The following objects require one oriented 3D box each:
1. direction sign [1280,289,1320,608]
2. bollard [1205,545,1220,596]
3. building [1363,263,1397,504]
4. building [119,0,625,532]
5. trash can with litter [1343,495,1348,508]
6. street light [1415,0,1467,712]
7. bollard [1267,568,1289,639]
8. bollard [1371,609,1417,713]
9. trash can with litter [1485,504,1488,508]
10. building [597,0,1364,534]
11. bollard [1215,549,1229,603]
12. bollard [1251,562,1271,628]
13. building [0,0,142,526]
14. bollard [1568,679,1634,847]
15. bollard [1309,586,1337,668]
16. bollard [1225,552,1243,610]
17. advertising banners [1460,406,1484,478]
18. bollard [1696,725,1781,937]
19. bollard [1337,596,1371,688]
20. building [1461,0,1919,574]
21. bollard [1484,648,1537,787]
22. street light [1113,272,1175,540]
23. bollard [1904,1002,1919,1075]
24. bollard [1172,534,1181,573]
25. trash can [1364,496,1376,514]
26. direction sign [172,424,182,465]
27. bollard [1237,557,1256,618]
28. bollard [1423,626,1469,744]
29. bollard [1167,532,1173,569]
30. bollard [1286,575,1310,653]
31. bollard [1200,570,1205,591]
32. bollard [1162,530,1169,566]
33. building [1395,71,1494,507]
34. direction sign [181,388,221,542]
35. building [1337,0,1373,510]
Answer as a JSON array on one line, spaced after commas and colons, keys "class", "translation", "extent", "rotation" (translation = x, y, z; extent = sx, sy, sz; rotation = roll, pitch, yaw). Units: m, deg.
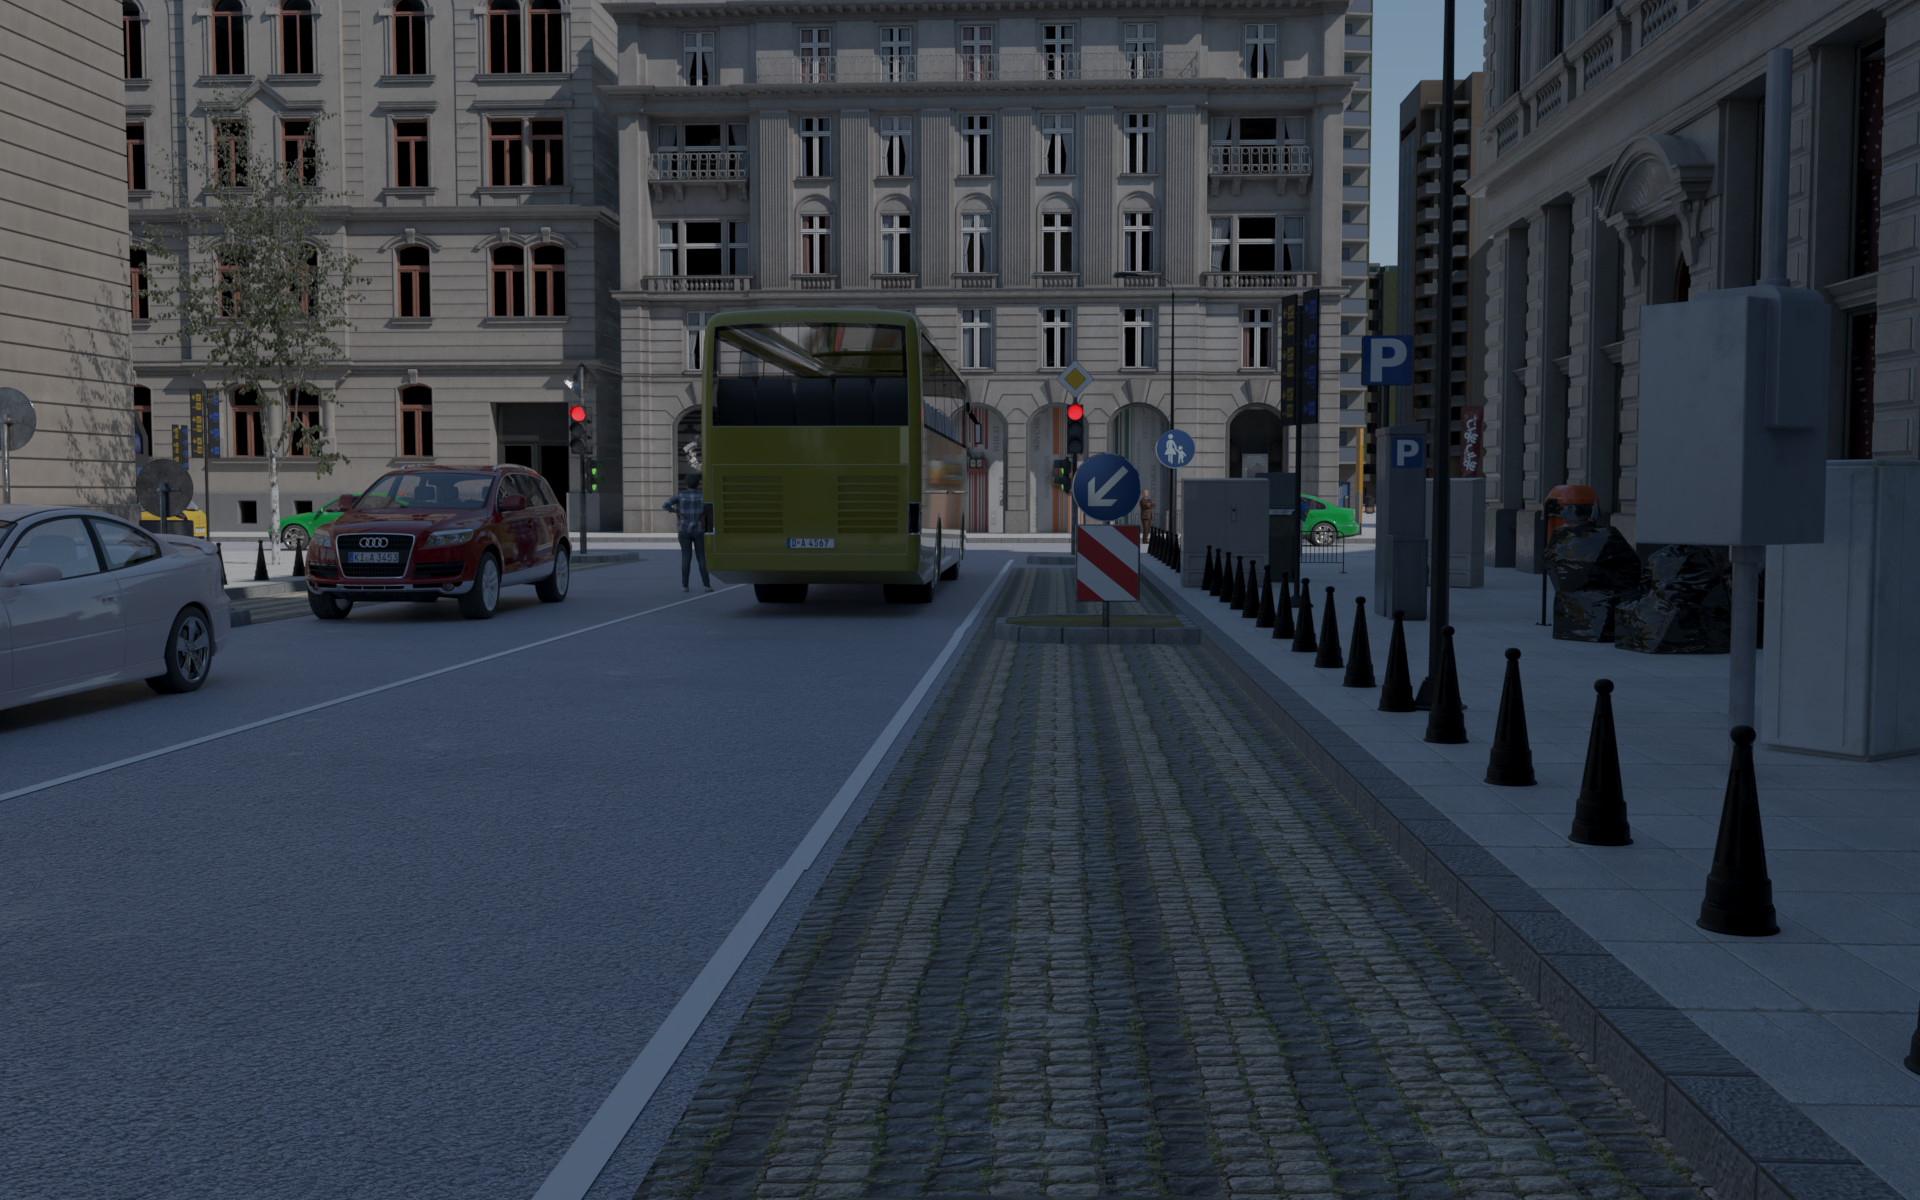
[{"class": "direction sign", "translation": [3.828, -1.687, 19.583], "extent": [0.379, 3.537, 0.876], "rotation": [-1, 4, -16]}, {"class": "bollard", "translation": [3.249, -0.352, 21.805], "extent": [0.229, 0.601, 0.229], "rotation": [0, 3, 0]}, {"class": "building", "translation": [50.186, -27.394, 219.600], "extent": [14.107, 30.474, 14.160], "rotation": [0, 4, 3]}, {"class": "building", "translation": [-22.810, -16.914, 63.928], "extent": [23.554, 28.519, 14.401], "rotation": [0, 4, 3]}, {"class": "trash can with litter", "translation": [27.894, -6.646, 119.725], "extent": [2.233, 1.210, 1.678], "rotation": [1, 4, 19]}, {"class": "street light", "translation": [2.310, -2.303, 10.188], "extent": [1.470, 5.913, 1.316], "rotation": [0, 4, 3]}, {"class": "bollard", "translation": [2.886, 0.040, 15.394], "extent": [0.229, 0.601, 0.229], "rotation": [0, 3, 0]}, {"class": "bollard", "translation": [2.593, 0.354, 10.259], "extent": [0.229, 0.601, 0.229], "rotation": [0, 3, 0]}, {"class": "trash can with litter", "translation": [19.738, -3.375, 66.574], "extent": [1.055, 1.170, 0.624], "rotation": [2, 4, 30]}, {"class": "building", "translation": [0.859, -13.411, 61.064], "extent": [24.055, 21.916, 13.314], "rotation": [0, 4, 3]}, {"class": "bollard", "translation": [3.179, -0.274, 20.524], "extent": [0.229, 0.601, 0.229], "rotation": [0, 3, 0]}, {"class": "bollard", "translation": [2.957, -0.039, 16.675], "extent": [0.229, 0.601, 0.229], "rotation": [0, 3, 0]}, {"class": "building", "translation": [-28.169, -14.089, 27.615], "extent": [25.104, 27.353, 12.463], "rotation": [0, 4, 3]}, {"class": "bollard", "translation": [2.372, 0.590, 6.394], "extent": [0.229, 0.601, 0.229], "rotation": [0, 3, 0]}, {"class": "bollard", "translation": [2.738, 0.197, 12.829], "extent": [0.229, 0.601, 0.229], "rotation": [0, 3, 0]}, {"class": "bollard", "translation": [3.106, -0.196, 19.240], "extent": [0.229, 0.601, 0.229], "rotation": [0, 3, 0]}, {"class": "advertising banners", "translation": [9.658, -2.376, 35.035], "extent": [0.090, 3.025, 2.074], "rotation": [-3, 5, -42]}, {"class": "bollard", "translation": [2.303, 0.669, 5.109], "extent": [0.229, 0.601, 0.229], "rotation": [0, 3, 0]}, {"class": "bollard", "translation": [2.668, 0.275, 11.548], "extent": [0.229, 0.601, 0.229], "rotation": [0, 3, 0]}, {"class": "building", "translation": [13.640, -11.761, 21.168], "extent": [11.050, 23.489, 19.941], "rotation": [0, 4, 3]}, {"class": "bollard", "translation": [2.448, 0.511, 7.685], "extent": [0.229, 0.601, 0.229], "rotation": [0, 3, 0]}, {"class": "street light", "translation": [3.906, -3.901, 36.315], "extent": [1.470, 5.913, 1.316], "rotation": [0, 4, 3]}, {"class": "bollard", "translation": [2.226, 0.747, 3.829], "extent": [0.229, 0.601, 0.229], "rotation": [0, 3, 0]}, {"class": "bollard", "translation": [3.618, -0.746, 28.235], "extent": [0.229, 0.601, 0.229], "rotation": [0, 3, 0]}, {"class": "trash can", "translation": [26.400, -6.112, 111.581], "extent": [0.748, 1.137, 0.748], "rotation": [0, 3, 0]}, {"class": "direction sign", "translation": [-25.454, -3.951, 56.603], "extent": [0.379, 3.537, 0.876], "rotation": [0, 4, 7]}, {"class": "bollard", "translation": [3.032, -0.117, 17.956], "extent": [0.229, 0.601, 0.229], "rotation": [0, 3, 0]}, {"class": "bollard", "translation": [2.522, 0.432, 8.971], "extent": [0.229, 0.601, 0.229], "rotation": [0, 3, 0]}, {"class": "bollard", "translation": [3.691, -0.825, 29.531], "extent": [0.229, 0.601, 0.229], "rotation": [0, 3, 0]}, {"class": "bollard", "translation": [2.812, 0.118, 14.109], "extent": [0.229, 0.601, 0.229], "rotation": [0, 3, 0]}, {"class": "bollard", "translation": [3.323, -0.432, 23.099], "extent": [0.229, 0.601, 0.229], "rotation": [0, 3, 0]}, {"class": "bollard", "translation": [3.759, -0.903, 30.812], "extent": [0.229, 0.601, 0.229], "rotation": [0, 3, 0]}, {"class": "building", "translation": [54.176, -32.469, 180.973], "extent": [14.200, 45.320, 14.600], "rotation": [0, 4, 3]}, {"class": "direction sign", "translation": [-16.297, -2.780, 37.458], "extent": [0.379, 3.537, 0.876], "rotation": [1, 4, 16]}, {"class": "building", "translation": [25.392, -37.398, 153.460], "extent": [21.231, 58.520, 28.212], "rotation": [0, 4, 3]}]
